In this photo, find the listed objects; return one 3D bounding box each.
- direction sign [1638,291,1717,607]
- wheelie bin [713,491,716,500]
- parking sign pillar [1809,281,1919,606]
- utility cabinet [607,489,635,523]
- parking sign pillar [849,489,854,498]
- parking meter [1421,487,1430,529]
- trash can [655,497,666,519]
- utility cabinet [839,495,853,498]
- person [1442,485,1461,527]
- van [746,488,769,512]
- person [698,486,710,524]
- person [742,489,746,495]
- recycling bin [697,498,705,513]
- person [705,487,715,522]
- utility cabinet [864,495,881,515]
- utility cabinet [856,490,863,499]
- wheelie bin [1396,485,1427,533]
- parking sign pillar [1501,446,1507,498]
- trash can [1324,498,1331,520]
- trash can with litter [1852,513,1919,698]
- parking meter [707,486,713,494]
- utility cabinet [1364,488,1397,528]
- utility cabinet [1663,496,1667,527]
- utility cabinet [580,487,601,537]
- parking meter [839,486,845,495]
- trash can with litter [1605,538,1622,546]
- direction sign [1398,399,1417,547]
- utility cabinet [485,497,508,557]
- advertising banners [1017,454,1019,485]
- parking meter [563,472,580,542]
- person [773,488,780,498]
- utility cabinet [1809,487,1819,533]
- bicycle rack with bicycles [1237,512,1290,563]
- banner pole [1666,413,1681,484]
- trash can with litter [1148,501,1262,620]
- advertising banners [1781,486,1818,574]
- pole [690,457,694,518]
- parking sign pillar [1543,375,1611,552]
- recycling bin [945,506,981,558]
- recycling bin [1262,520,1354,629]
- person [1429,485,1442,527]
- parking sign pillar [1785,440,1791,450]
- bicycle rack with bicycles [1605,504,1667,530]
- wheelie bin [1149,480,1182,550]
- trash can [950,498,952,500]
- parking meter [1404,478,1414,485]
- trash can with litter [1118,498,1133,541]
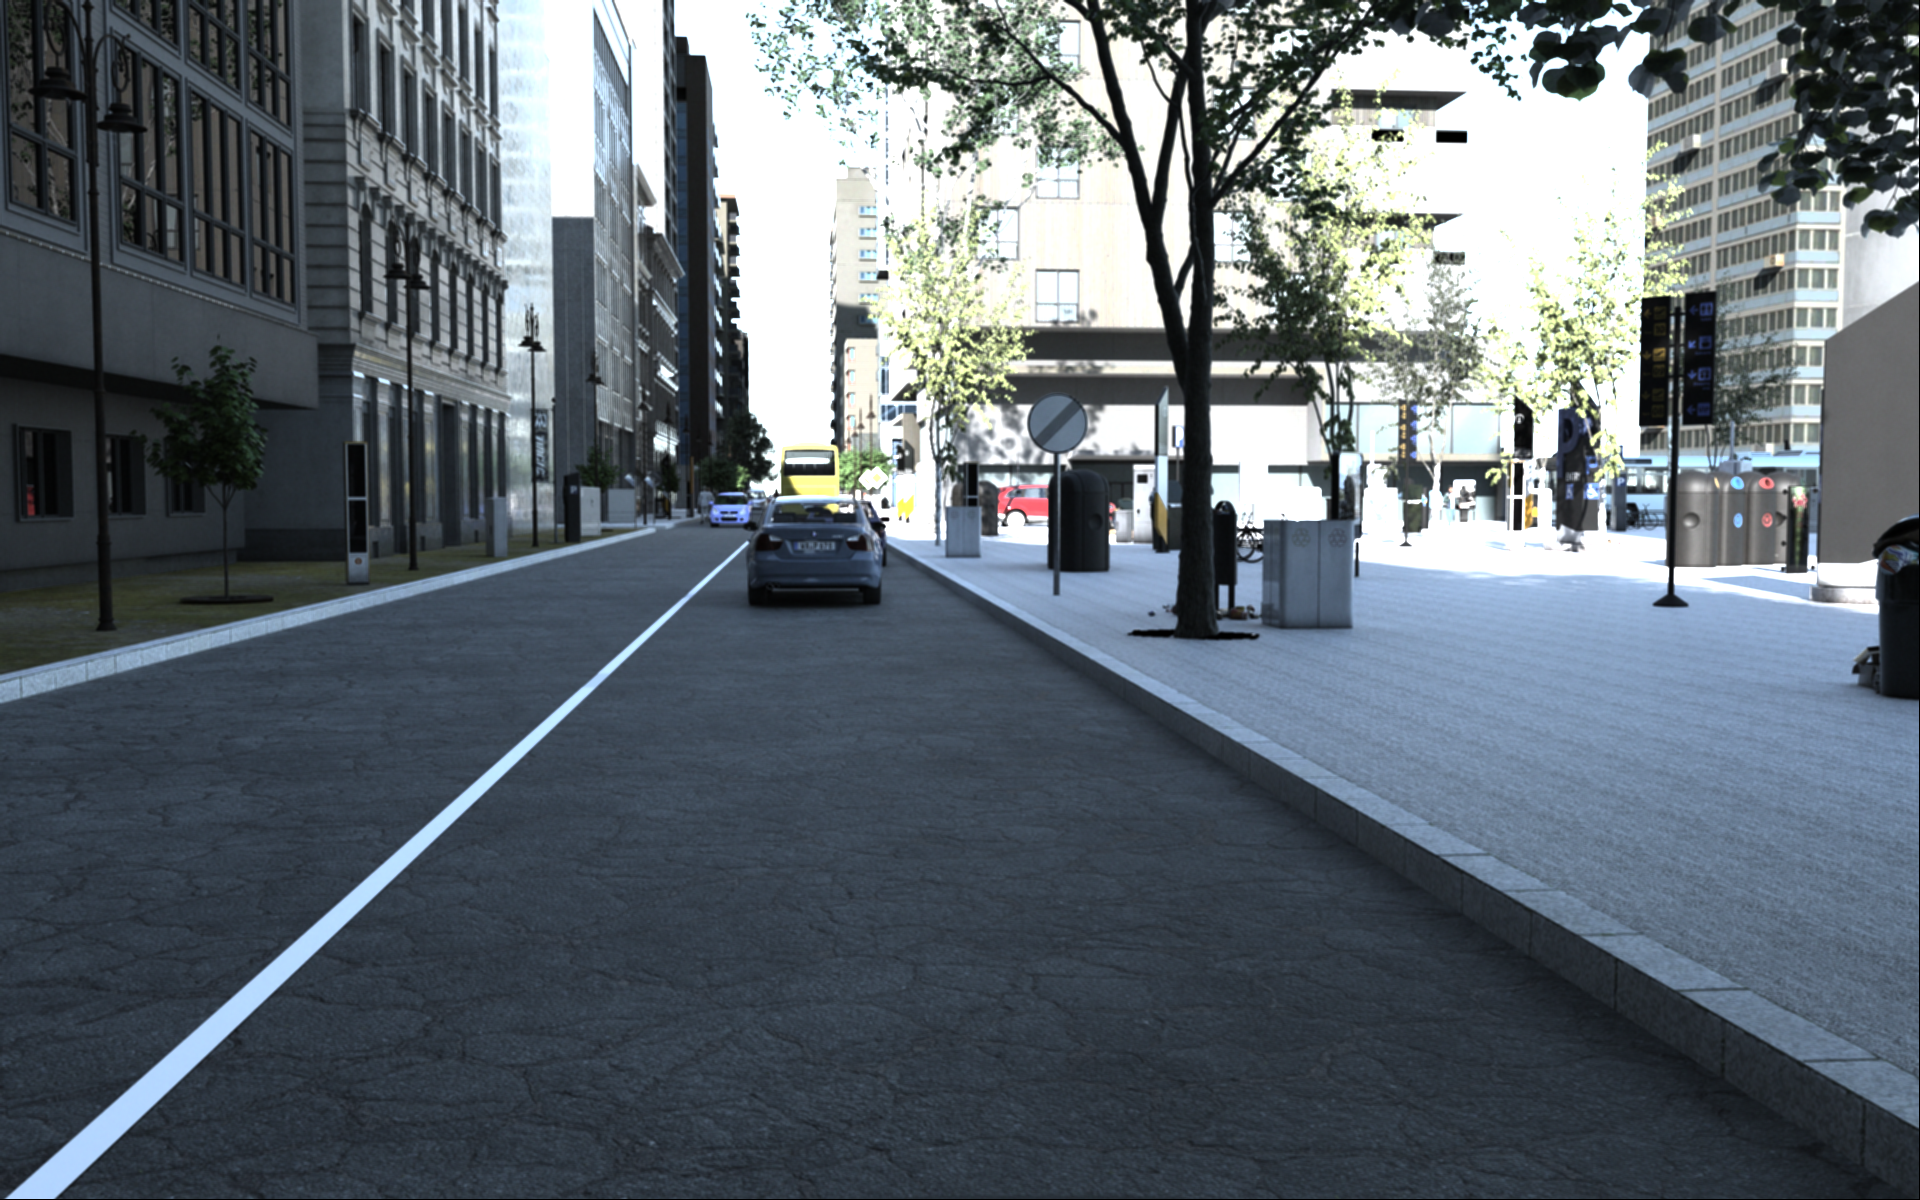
[{"bbox_3d":[8.143,-1.697,19.739,0.379,3.537,0.876,-3,5,-40],"label":"direction sign"},{"bbox_3d":[-18.452,-7.359,128.229,0.693,1.594,0.980,2,4,25],"label":"wheelie bin"},{"bbox_3d":[10.874,-1.954,20.419,1.447,3.967,1.447,1,4,22],"label":"parking sign pillar"},{"bbox_3d":[-15.014,-4.163,76.743,1.173,1.500,0.318,-1,4,-18],"label":"utility cabinet"},{"bbox_3d":[-8.817,-9.358,141.469,1.447,3.967,1.447,0,4,-5],"label":"parking sign pillar"},{"bbox_3d":[16.877,-3.337,62.967,0.372,1.533,0.369,0,3,0],"label":"parking meter"},{"bbox_3d":[-15.734,-4.834,90.693,0.748,1.137,0.748,0,3,0],"label":"trash can"},{"bbox_3d":[-8.096,-6.823,122.720,1.020,1.237,0.306,1,4,14],"label":"utility cabinet"},{"bbox_3d":[19.877,-3.754,70.220,0.623,1.781,0.721,-3,5,-39],"label":"person"},{"bbox_3d":[-14.891,-7.298,126.326,2.013,2.044,4.112,0,4,-4],"label":"van"},{"bbox_3d":[-12.241,-4.576,83.194,0.514,1.842,0.818,-3,5,-43],"label":"person"},{"bbox_3d":[-17.110,-7.891,137.698,0.709,1.800,0.728,1,4,15],"label":"person"},{"bbox_3d":[-17.345,-6.401,117.211,0.722,1.027,0.722,-2,4,-30],"label":"recycling bin"},{"bbox_3d":[-12.986,-4.941,89.508,0.478,1.798,0.641,2,4,32],"label":"person"},{"bbox_3d":[-5.380,-5.816,106.256,1.020,1.237,0.306,-2,4,-26],"label":"utility cabinet"},{"bbox_3d":[-6.019,-5.840,104.162,0.318,1.500,1.173,0,4,3],"label":"utility cabinet"},{"bbox_3d":[14.966,-3.028,57.419,0.980,1.594,0.693,1,4,15],"label":"wheelie bin"},{"bbox_3d":[31.436,-6.898,101.261,1.447,3.967,1.447,2,4,26],"label":"parking sign pillar"},{"bbox_3d":[12.780,-2.893,58.950,0.748,1.137,0.748,0,3,0],"label":"trash can"},{"bbox_3d":[6.060,0.013,11.180,0.624,1.170,1.055,0,4,7],"label":"trash can with litter"},{"bbox_3d":[-17.261,-6.976,119.773,0.399,1.863,0.255,0,4,-1],"label":"parking meter"},{"bbox_3d":[15.967,-3.491,65.749,1.173,1.500,0.318,2,4,35],"label":"utility cabinet"},{"bbox_3d":[28.100,-3.464,67.795,1.020,1.237,0.306,1,4,18],"label":"utility cabinet"},{"bbox_3d":[-11.216,-2.653,52.058,0.318,1.500,1.173,1,4,18],"label":"utility cabinet"},{"bbox_3d":[-8.549,-7.336,125.647,0.399,1.863,0.255,3,5,43],"label":"parking meter"},{"bbox_3d":[16.325,-2.019,44.074,1.678,1.210,2.233,3,5,44],"label":"trash can with litter"},{"bbox_3d":[10.793,-3.047,41.814,0.379,3.537,0.876,3,5,42],"label":"direction sign"},{"bbox_3d":[-9.555,-1.498,35.661,0.306,1.237,1.020,-2,4,-24],"label":"utility cabinet"},{"bbox_3d":[2.458,-4.784,74.409,0.090,3.025,2.074,0,4,4],"label":"advertising banners"},{"bbox_3d":[-10.358,-2.476,46.188,0.399,1.863,0.255,-2,4,-34],"label":"parking meter"},{"bbox_3d":[-11.843,-6.313,111.720,0.555,1.821,0.388,-2,4,-35],"label":"person"},{"bbox_3d":[27.899,-2.944,56.812,1.173,1.500,0.318,2,4,29],"label":"utility cabinet"},{"bbox_3d":[5.859,-1.209,33.154,2.925,0.926,2.852,1,4,15],"label":"bicycle rack with bicycles"},{"bbox_3d":[21.847,-3.855,53.051,0.863,3.779,0.401,-3,5,-40],"label":"banner pole"},{"bbox_3d":[2.787,-0.452,18.455,1.678,1.210,2.233,-1,4,-10],"label":"trash can with litter"},{"bbox_3d":[14.110,-1.948,28.031,2.074,3.025,0.090,-2,4,-23],"label":"advertising banners"},{"bbox_3d":[-14.617,-6.149,94.379,0.158,3.312,0.155,0,3,0],"label":"pole"},{"bbox_3d":[13.848,-3.076,38.765,1.447,3.967,1.447,0,4,-6],"label":"parking sign pillar"},{"bbox_3d":[0.064,-1.393,35.337,0.722,1.027,0.722,0,4,-1],"label":"recycling bin"},{"bbox_3d":[3.376,-0.262,16.831,0.722,1.027,0.722,0,4,-5],"label":"recycling bin"},{"bbox_3d":[18.949,-3.710,69.024,0.748,1.841,0.638,-3,5,-40],"label":"person"},{"bbox_3d":[41.718,-6.022,86.934,1.447,3.967,1.447,3,4,38],"label":"parking sign pillar"},{"bbox_3d":[24.165,-3.035,63.008,2.925,0.926,2.852,-1,4,-9],"label":"bicycle rack with bicycles"},{"bbox_3d":[4.761,-1.956,39.882,0.980,1.594,0.693,-2,4,-34],"label":"wheelie bin"},{"bbox_3d":[-0.009,-3.278,65.248,0.748,1.137,0.748,0,3,0],"label":"trash can"},{"bbox_3d":[16.454,-3.535,63.501,0.255,1.863,0.399,3,4,37],"label":"parking meter"},{"bbox_3d":[4.767,-2.235,47.934,0.624,1.170,1.055,-1,4,-16],"label":"trash can with litter"}]
